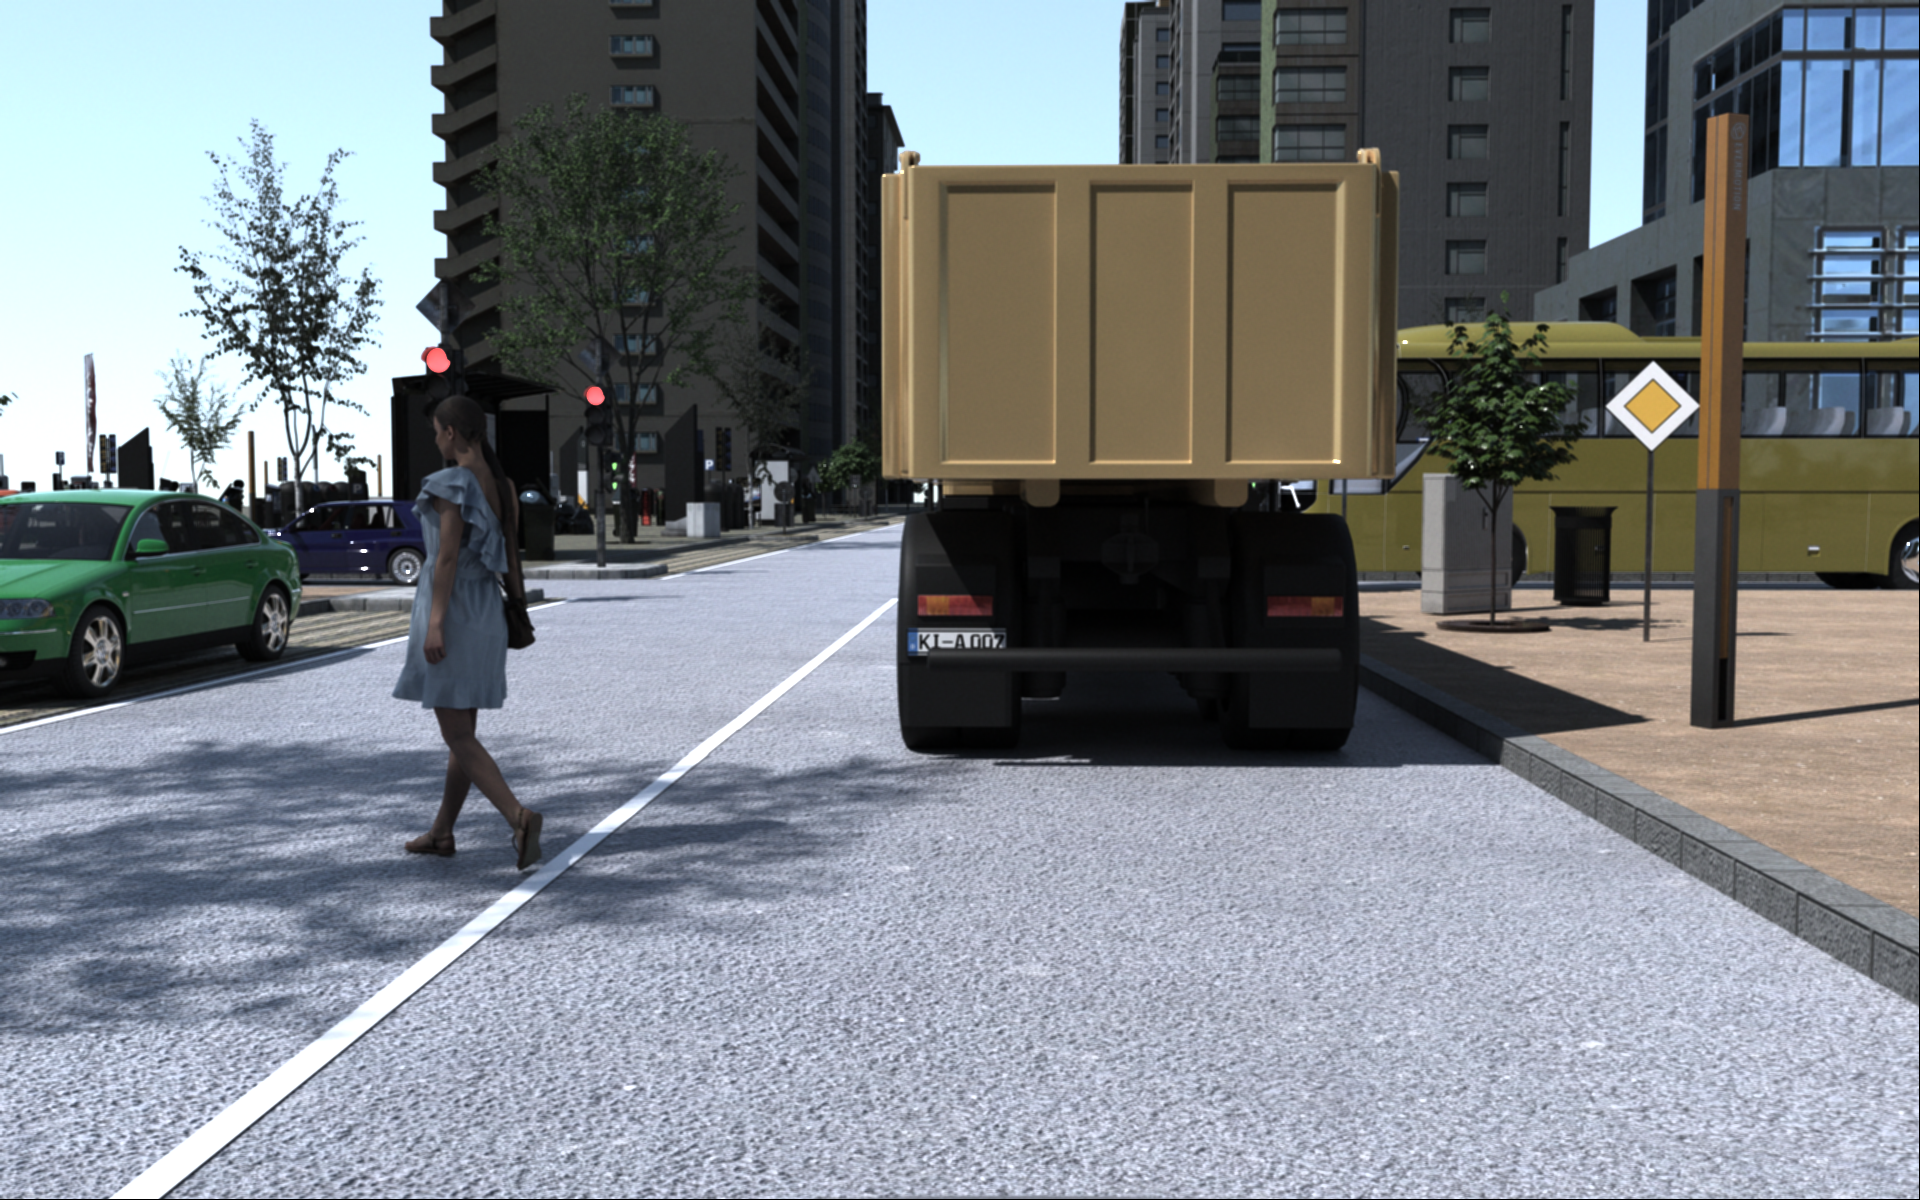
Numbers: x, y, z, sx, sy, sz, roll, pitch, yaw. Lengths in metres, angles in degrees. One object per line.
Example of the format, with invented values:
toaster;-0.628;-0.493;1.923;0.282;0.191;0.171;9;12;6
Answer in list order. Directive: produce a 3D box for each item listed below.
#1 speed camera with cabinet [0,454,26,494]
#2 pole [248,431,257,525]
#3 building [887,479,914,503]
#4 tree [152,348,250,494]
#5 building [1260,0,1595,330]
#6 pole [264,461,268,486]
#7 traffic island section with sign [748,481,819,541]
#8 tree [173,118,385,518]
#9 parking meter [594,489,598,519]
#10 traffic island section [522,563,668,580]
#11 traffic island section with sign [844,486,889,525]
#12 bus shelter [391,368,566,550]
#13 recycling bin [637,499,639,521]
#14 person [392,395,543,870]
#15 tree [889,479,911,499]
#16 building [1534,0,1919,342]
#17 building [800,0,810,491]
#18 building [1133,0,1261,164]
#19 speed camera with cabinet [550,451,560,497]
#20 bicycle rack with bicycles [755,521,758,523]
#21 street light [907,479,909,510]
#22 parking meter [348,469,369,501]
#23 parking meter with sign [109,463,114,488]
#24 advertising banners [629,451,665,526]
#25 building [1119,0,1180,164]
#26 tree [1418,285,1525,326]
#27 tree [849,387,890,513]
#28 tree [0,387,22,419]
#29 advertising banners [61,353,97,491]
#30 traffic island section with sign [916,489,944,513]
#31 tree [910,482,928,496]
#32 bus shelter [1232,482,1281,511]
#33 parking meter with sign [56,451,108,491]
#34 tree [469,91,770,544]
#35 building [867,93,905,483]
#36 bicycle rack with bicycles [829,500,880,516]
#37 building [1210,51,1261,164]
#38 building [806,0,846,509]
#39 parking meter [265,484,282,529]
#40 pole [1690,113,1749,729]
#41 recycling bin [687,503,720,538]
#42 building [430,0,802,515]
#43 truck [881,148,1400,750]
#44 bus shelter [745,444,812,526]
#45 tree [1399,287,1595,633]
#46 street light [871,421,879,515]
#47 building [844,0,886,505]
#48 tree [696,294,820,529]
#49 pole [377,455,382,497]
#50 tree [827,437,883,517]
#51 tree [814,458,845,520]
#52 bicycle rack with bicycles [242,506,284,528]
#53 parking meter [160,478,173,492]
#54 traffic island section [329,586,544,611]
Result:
speed camera with cabinet;-47.087;-5.587;85.679;0.660;3.252;2.038;0;4;6
pole;-22.852;-3.796;55.907;0.158;3.312;0.155;0;3;0
building;-14.226;-29.483;253.745;14.160;30.474;14.107;0;4;2
tree;-38.798;-8.432;88.221;4.737;8.622;4.395;0;3;0
building;21.236;-24.428;82.987;14.154;41.232;14.086;0;4;2
pole;-42.477;-6.863;106.053;0.158;3.312;0.155;0;3;0
traffic island section with sign;-5.395;-2.728;53.234;1.989;1.847;2.006;0;4;2
tree;-13.161;-5.127;34.184;4.360;8.622;3.978;0;3;0
parking meter;-19.011;-5.050;90.974;0.372;1.533;0.369;0;3;0
traffic island section;-6.317;-0.499;30.435;2.009;0.180;2.903;0;4;2
traffic island section with sign;-4.319;-4.376;80.168;1.989;1.847;2.006;0;4;2
bus shelter;-9.741;-2.708;35.553;1.731;3.624;6.357;0;4;2
recycling bin;-15.760;-4.270;82.366;0.722;1.027;0.722;-3;4;-38
person;-1.875;0.113;6.747;0.778;1.811;0.616;2;4;32
tree;-4.618;-12.326;151.887;4.360;8.622;3.978;0;3;0
building;32.003;-44.643;42.584;31.000;86.520;22.319;0;4;2
building;-19.657;-27.636;135.448;14.154;41.232;14.086;0;4;2
building;31.663;-41.003;212.397;21.231;58.520;28.212;0;4;2
speed camera with cabinet;-18.559;-5.267;80.453;0.660;3.252;2.038;2;4;32
bicycle rack with bicycles;-10.127;-3.812;75.708;2.925;0.926;2.852;-2;4;-28
street light;-4.103;-9.994;136.194;0.468;5.910;1.993;0;4;2
parking meter;-12.868;-1.918;37.074;0.399;1.863;0.255;-1;4;-16
parking meter with sign;-47.927;-6.197;97.578;0.543;3.016;1.738;-1;4;-18
advertising banners;-12.669;-4.515;70.002;2.074;3.025;0.090;2;4;29
building;31.584;-49.763;251.870;20.563;71.187;20.611;0;4;2
tree;17.212;-6.754;60.788;4.360;8.622;3.978;0;3;0
tree;-5.109;-10.064;114.910;4.737;8.622;4.395;0;3;0
tree;-9.243;-1.232;14.745;1.663;3.219;1.824;0;3;0
advertising banners;-11.338;-1.597;22.302;0.090;3.025;2.074;-3;4;-37
traffic island section with sign;-2.305;-7.436;130.201;1.989;1.847;2.006;0;4;2
tree;-3.663;-9.892;156.337;1.663;3.219;1.824;0;3;0
bus shelter;6.557;-2.801;37.083;1.731;3.624;6.357;0;4;2
parking meter with sign;-36.040;-4.574;71.047;1.738;3.016;0.543;0;4;-1
tree;-8.636;-7.265;44.542;9.928;11.665;9.643;0;3;0
building;-22.480;-39.338;232.414;28.713;52.752;27.495;0;4;2
bicycle rack with bicycles;-6.627;-5.525;103.719;2.925;0.926;2.852;2;4;29
building;23.576;-21.094;116.581;14.160;30.474;14.107;0;4;2
building;-22.352;-37.604;156.830;21.231;58.520;28.212;0;4;2
parking meter;-17.080;-2.122;43.100;0.372;1.533;0.369;0;3;0
pole;4.143;-0.954;9.443;0.158;3.312;0.155;0;3;0
recycling bin;-7.489;-2.326;50.582;0.722;1.027;0.722;2;4;35
building;-22.698;-30.129;116.313;21.300;48.544;21.600;0;4;2
truck;1.021;-1.065;13.345;3.469;3.379;9.791;0;4;2
bus shelter;-7.519;-4.790;72.237;2.014;3.302;5.546;0;4;2
tree;5.056;-1.323;16.231;1.663;3.219;1.824;0;3;0
street light;-5.192;-8.216;107.118;0.468;5.910;1.993;0;4;2
building;-19.505;-47.061;207.704;20.563;71.187;20.611;0;4;2
tree;-7.396;-6.885;62.925;4.360;8.622;3.978;0;3;0
pole;-29.918;-5.840;89.327;0.158;3.312;0.155;0;3;0
tree;-5.934;-6.900;96.522;4.285;4.588;4.351;0;3;0
tree;-6.696;-5.527;84.974;1.663;3.219;1.824;0;3;0
bicycle rack with bicycles;-21.351;-2.334;51.538;2.852;0.926;2.925;-2;4;-31
parking meter;-28.086;-3.401;61.321;0.399;1.863;0.255;-1;4;-22
traffic island section;-6.639;-0.011;22.457;2.009;0.180;2.903;0;4;2
